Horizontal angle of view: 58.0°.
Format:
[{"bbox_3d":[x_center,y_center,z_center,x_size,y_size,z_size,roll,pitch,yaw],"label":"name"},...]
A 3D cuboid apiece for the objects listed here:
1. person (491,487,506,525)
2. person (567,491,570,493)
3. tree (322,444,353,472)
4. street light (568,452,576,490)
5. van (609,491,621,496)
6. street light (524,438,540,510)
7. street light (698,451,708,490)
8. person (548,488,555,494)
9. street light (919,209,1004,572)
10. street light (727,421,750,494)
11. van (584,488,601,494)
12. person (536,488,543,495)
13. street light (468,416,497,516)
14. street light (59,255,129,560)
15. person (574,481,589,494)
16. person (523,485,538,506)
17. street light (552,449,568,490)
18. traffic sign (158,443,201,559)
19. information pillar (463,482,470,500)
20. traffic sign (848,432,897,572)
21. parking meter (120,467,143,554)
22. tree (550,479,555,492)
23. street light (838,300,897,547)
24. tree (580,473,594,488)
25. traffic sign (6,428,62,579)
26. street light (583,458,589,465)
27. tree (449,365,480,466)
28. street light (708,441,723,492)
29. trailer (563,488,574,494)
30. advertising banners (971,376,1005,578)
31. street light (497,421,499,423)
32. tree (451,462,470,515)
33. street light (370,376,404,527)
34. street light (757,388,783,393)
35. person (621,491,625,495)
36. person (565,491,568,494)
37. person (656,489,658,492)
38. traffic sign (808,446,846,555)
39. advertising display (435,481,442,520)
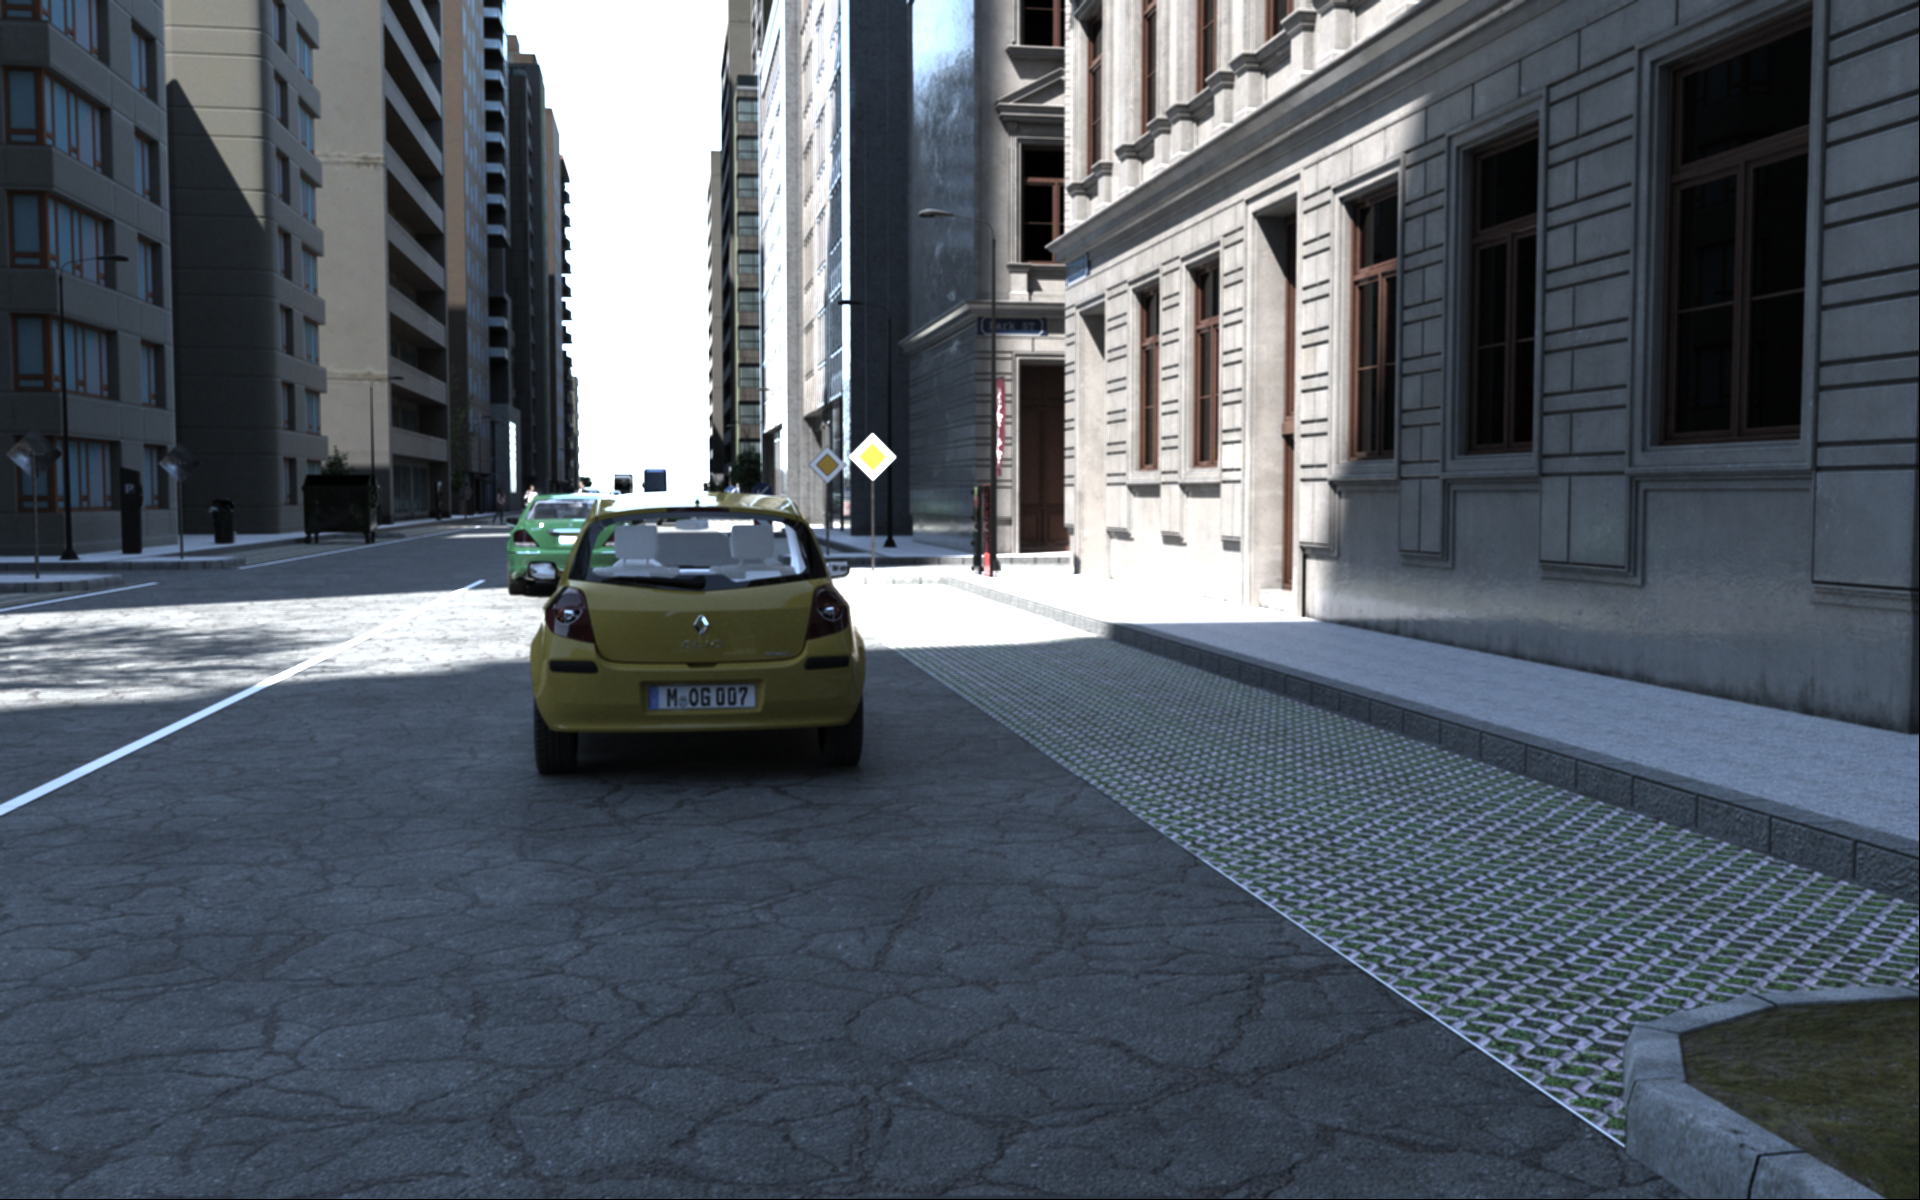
[{"bbox_3d":[-21.052,-4.280,79.063,0.643,1.750,0.593,0,3,0],"label":"person"},{"bbox_3d":[-33.711,-8.589,149.718,1.217,1.735,0.721,3,4,36],"label":"person"},{"bbox_3d":[-24.539,-4.481,67.867,1.663,3.219,1.824,0,3,0],"label":"tree"},{"bbox_3d":[-43.520,-13.369,191.116,1.470,5.913,1.316,-1,4,-10],"label":"street light"},{"bbox_3d":[-42.519,-12.599,212.999,2.013,2.044,4.112,-1,4,-8],"label":"van"},{"bbox_3d":[-35.561,-10.483,143.938,1.470,5.913,1.316,-1,4,-10],"label":"street light"},{"bbox_3d":[-28.829,-13.785,197.926,1.470,5.913,1.316,-1,4,-10],"label":"street light"},{"bbox_3d":[-26.747,-6.422,113.581,1.350,1.814,0.705,1,4,9],"label":"person"},{"bbox_3d":[0.018,-3.424,28.527,1.470,5.913,1.316,-1,4,-10],"label":"street light"},{"bbox_3d":[-13.961,-8.416,110.144,1.470,5.913,1.316,-1,4,-10],"label":"street light"},{"bbox_3d":[-24.089,-6.448,112.435,2.013,2.044,4.112,-1,4,-10],"label":"van"},{"bbox_3d":[-24.624,-5.659,101.123,0.635,1.810,0.391,2,4,24],"label":"person"},{"bbox_3d":[-28.591,-7.988,103.139,1.470,5.913,1.316,-1,4,-10],"label":"street light"},{"bbox_3d":[-16.819,-3.738,33.654,1.470,5.913,1.316,-1,4,-10],"label":"street light"},{"bbox_3d":[-13.546,-3.300,61.813,0.648,1.900,0.474,-1,4,-18],"label":"person"},{"bbox_3d":[-18.911,-4.143,76.334,0.679,1.850,0.850,-1,4,-11],"label":"person"},{"bbox_3d":[-41.384,-12.574,178.128,1.470,5.913,1.316,-1,4,-10],"label":"street light"},{"bbox_3d":[-15.337,-1.862,34.088,0.795,2.450,0.064,-1,4,-10],"label":"traffic sign"},{"bbox_3d":[-29.729,-6.111,104.400,0.304,2.012,0.304,0,4,-3],"label":"information pillar"},{"bbox_3d":[-1.428,-1.510,28.330,0.795,2.450,0.064,-1,4,-10],"label":"traffic sign"},{"bbox_3d":[-17.815,-1.930,37.263,0.399,1.863,0.255,-1,4,-15],"label":"parking meter"},{"bbox_3d":[-43.624,-11.536,183.214,1.663,3.219,1.824,0,3,0],"label":"tree"},{"bbox_3d":[-2.227,-4.225,41.624,1.470,5.913,1.316,-1,4,-10],"label":"street light"},{"bbox_3d":[-57.549,-17.172,264.471,4.285,4.588,4.351,0,3,0],"label":"tree"},{"bbox_3d":[-13.996,-1.381,26.216,0.795,2.450,0.064,-1,4,-10],"label":"traffic sign"},{"bbox_3d":[-49.589,-15.501,225.974,1.470,5.913,1.316,-1,4,-10],"label":"street light"},{"bbox_3d":[-29.127,-8.951,96.719,4.737,8.622,4.395,0,3,0],"label":"tree"},{"bbox_3d":[-20.960,-10.912,150.945,1.470,5.913,1.316,-1,4,-10],"label":"street light"},{"bbox_3d":[-37.528,-9.727,166.084,1.471,1.999,3.904,-1,4,-10],"label":"trailer"},{"bbox_3d":[0.433,-1.869,26.749,0.090,3.025,2.074,-1,4,-12],"label":"advertising banners"},{"bbox_3d":[-29.817,-8.382,109.581,1.470,5.913,1.316,-1,4,-10],"label":"street light"},{"bbox_3d":[-31.057,-6.834,106.342,1.663,3.219,1.824,0,3,0],"label":"tree"},{"bbox_3d":[-22.639,-5.863,68.407,1.470,5.913,1.316,-1,4,-10],"label":"street light"},{"bbox_3d":[-8.182,-6.324,75.946,1.470,5.913,1.316,-1,4,-10],"label":"street light"},{"bbox_3d":[-40.295,-12.174,207.635,1.350,1.814,0.705,-3,5,-44],"label":"person"},{"bbox_3d":[-33.467,-8.441,147.316,0.445,1.727,0.742,0,4,-3],"label":"person"},{"bbox_3d":[-25.237,-8.311,144.345,1.348,1.831,0.705,-1,4,-20],"label":"person"},{"bbox_3d":[-2.770,-1.991,36.202,0.795,2.450,0.064,-1,4,-10],"label":"traffic sign"},{"bbox_3d":[-25.482,-4.860,84.671,0.123,1.923,0.974,0,4,-4],"label":"advertising display"}]
